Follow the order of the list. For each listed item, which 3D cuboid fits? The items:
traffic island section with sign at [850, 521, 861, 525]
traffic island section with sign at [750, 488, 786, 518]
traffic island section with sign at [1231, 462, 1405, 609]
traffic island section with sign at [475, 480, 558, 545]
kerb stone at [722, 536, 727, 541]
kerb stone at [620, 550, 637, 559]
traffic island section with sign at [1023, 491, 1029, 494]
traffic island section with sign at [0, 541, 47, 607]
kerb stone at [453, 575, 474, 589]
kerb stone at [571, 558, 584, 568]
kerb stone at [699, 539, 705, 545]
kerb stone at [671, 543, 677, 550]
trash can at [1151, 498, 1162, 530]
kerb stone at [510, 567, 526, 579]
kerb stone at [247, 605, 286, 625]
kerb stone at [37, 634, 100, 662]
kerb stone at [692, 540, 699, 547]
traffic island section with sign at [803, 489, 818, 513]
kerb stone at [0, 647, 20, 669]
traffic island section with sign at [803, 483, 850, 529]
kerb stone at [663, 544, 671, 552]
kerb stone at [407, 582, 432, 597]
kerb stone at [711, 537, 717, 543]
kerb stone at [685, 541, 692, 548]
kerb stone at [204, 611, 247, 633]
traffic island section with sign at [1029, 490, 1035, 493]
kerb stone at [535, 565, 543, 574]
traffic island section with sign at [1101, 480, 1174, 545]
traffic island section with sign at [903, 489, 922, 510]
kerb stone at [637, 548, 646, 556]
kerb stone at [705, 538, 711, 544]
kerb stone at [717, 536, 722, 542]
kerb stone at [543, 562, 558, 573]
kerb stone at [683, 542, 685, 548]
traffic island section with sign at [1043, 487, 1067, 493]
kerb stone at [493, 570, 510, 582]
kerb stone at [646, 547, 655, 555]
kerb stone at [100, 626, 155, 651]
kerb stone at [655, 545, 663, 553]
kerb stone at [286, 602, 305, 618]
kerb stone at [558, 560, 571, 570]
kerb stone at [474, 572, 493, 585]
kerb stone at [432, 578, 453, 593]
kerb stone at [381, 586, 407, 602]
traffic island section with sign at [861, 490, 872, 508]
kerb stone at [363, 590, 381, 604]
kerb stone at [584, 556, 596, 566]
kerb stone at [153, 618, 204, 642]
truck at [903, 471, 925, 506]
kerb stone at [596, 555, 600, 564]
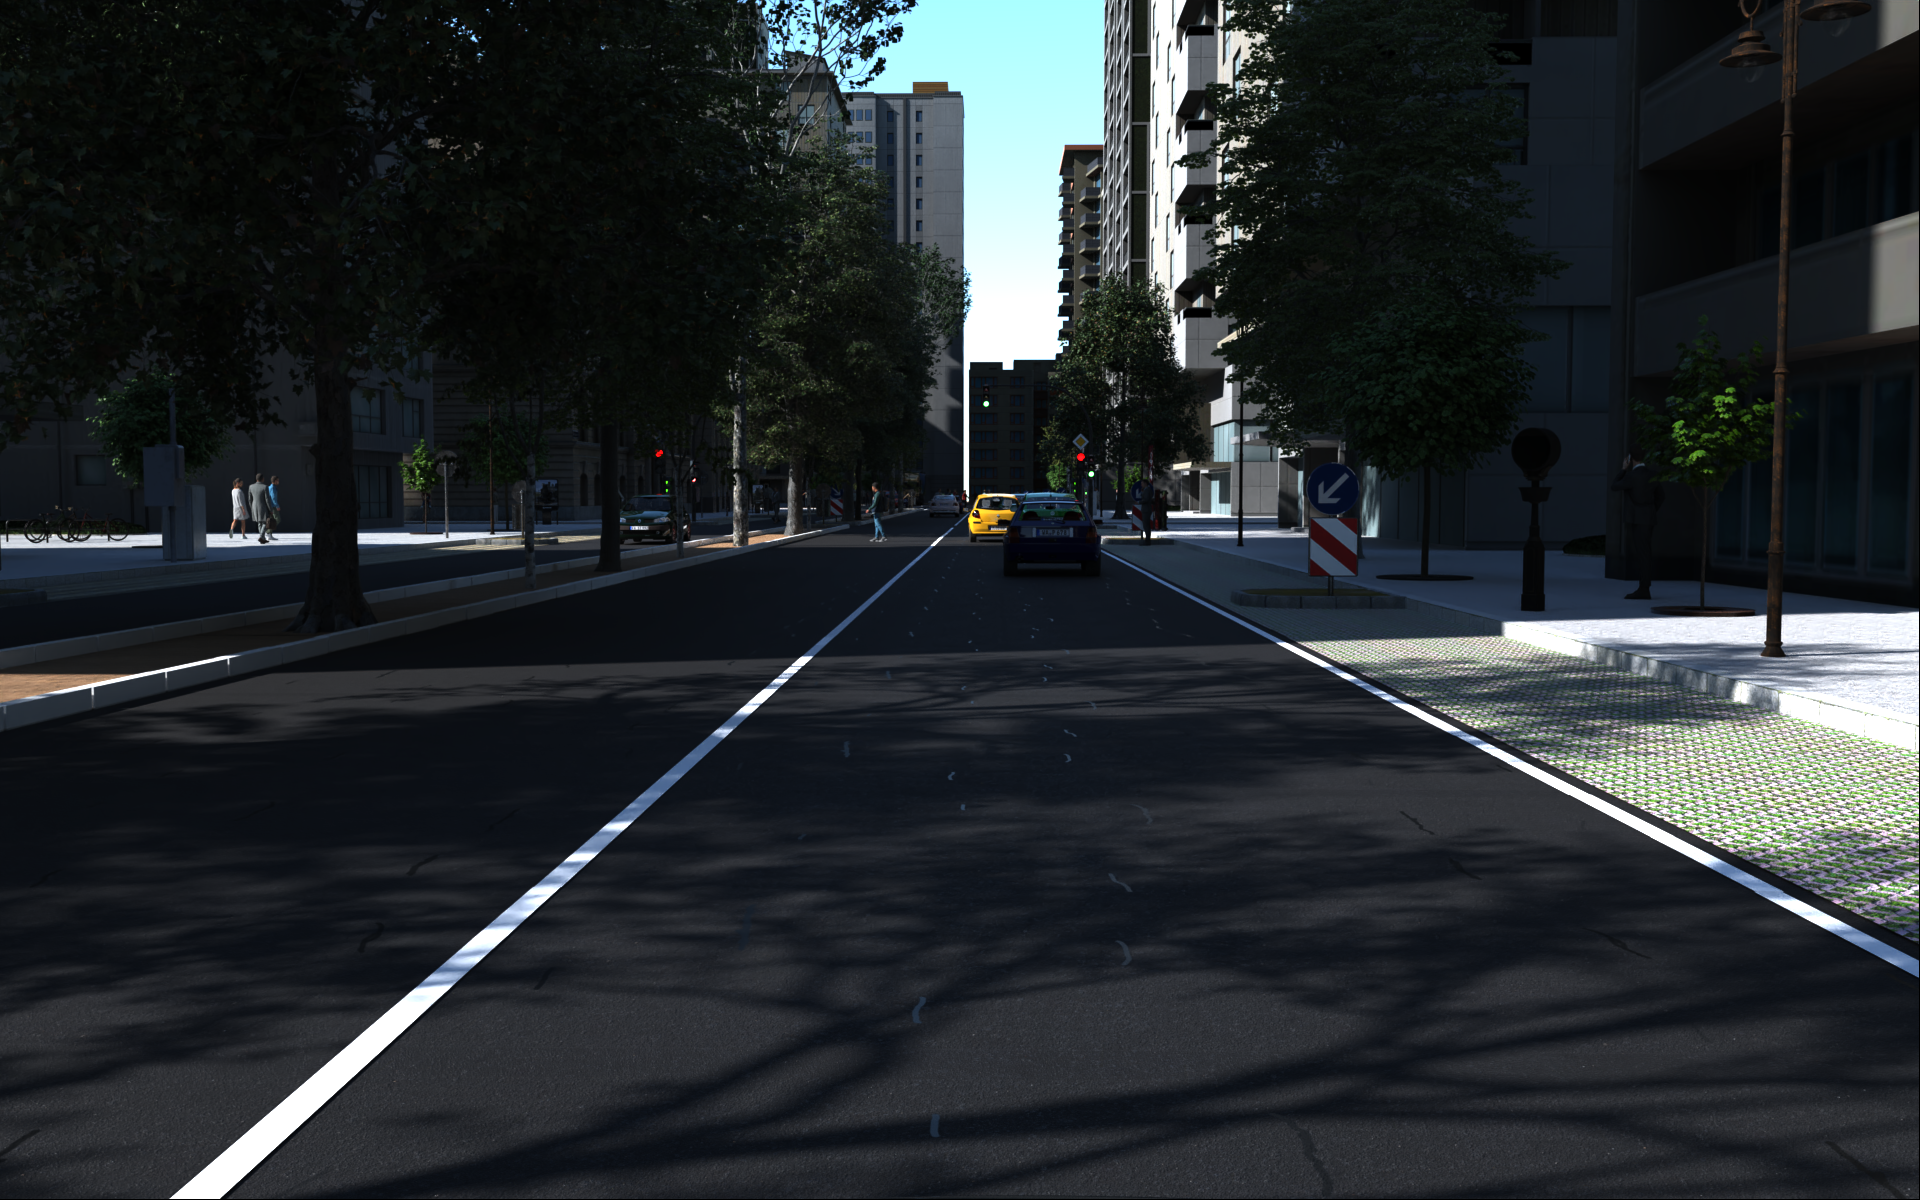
[{"bbox_3d":[-5.639,-4.387,79.862,2.006,1.907,1.989,0,4,1],"label":"traffic island section with sign"},{"bbox_3d":[-11.596,-5.889,104.918,1.989,1.847,2.006,0,4,1],"label":"traffic island section with sign"},{"bbox_3d":[4.571,-0.845,22.444,1.989,1.847,2.006,0,4,1],"label":"traffic island section with sign"},{"bbox_3d":[-12.582,-2.497,49.461,1.989,1.847,2.006,0,4,1],"label":"traffic island section with sign"},{"bbox_3d":[-7.199,-1.825,52.040,0.120,0.150,1.000,0,4,1],"label":"kerb stone"},{"bbox_3d":[-7.430,-1.010,38.702,0.120,0.150,1.000,0,4,1],"label":"kerb stone"},{"bbox_3d":[7.870,-12.249,208.896,1.989,1.847,2.006,0,4,1],"label":"traffic island section with sign"},{"bbox_3d":[-13.058,-0.841,22.385,1.989,1.847,2.006,0,4,1],"label":"traffic island section with sign"},{"bbox_3d":[-7.655,-0.256,26.392,0.120,0.150,1.000,0,4,1],"label":"kerb stone"},{"bbox_3d":[-7.520,-0.696,33.583,0.120,0.150,1.000,0,4,1],"label":"kerb stone"},{"bbox_3d":[-7.277,-1.574,47.928,0.120,0.150,1.000,0,4,1],"label":"kerb stone"},{"bbox_3d":[-7.343,-1.322,43.836,0.120,0.150,1.000,0,4,1],"label":"kerb stone"},{"bbox_3d":[7.118,-3.127,62.773,0.748,1.137,0.748,0,3,0],"label":"trash can"},{"bbox_3d":[-7.597,-0.442,29.468,0.120,0.150,1.000,0,4,1],"label":"kerb stone"},{"bbox_3d":[-7.771,0.182,19.224,0.120,0.150,1.000,0,4,1],"label":"kerb stone"},{"bbox_3d":[-7.855,0.432,15.128,0.120,0.150,1.000,0,4,1],"label":"kerb stone"},{"bbox_3d":[-7.284,-1.505,46.907,0.120,0.150,1.000,0,4,1],"label":"kerb stone"},{"bbox_3d":[-11.122,-7.538,131.869,1.989,1.847,2.006,0,4,1],"label":"traffic island section with sign"},{"bbox_3d":[-7.868,0.495,14.106,0.120,0.150,1.000,0,4,1],"label":"kerb stone"},{"bbox_3d":[-5.780,-3.934,72.456,2.006,1.907,1.989,0,4,1],"label":"traffic island section with sign"},{"bbox_3d":[-7.368,-1.261,42.814,0.120,0.150,1.000,0,4,1],"label":"kerb stone"},{"bbox_3d":[-7.685,-0.131,24.340,0.120,0.150,1.000,0,4,1],"label":"kerb stone"},{"bbox_3d":[-7.238,-1.699,49.975,0.120,0.150,1.000,0,4,1],"label":"kerb stone"},{"bbox_3d":[-7.303,-1.449,45.882,0.120,0.150,1.000,0,4,1],"label":"kerb stone"},{"bbox_3d":[-7.791,0.245,18.196,0.120,0.150,1.000,0,4,1],"label":"kerb stone"},{"bbox_3d":[6.519,-7.564,132.293,1.989,1.847,2.006,0,4,1],"label":"traffic island section with sign"},{"bbox_3d":[-7.575,-0.508,30.497,0.120,0.150,1.000,0,4,1],"label":"kerb stone"},{"bbox_3d":[5.046,-2.502,49.535,1.989,1.847,2.006,0,4,1],"label":"traffic island section with sign"},{"bbox_3d":[-4.320,-8.982,154.989,2.006,1.907,1.989,0,4,1],"label":"traffic island section with sign"},{"bbox_3d":[-7.419,-1.073,39.733,0.120,0.150,1.000,0,4,1],"label":"kerb stone"},{"bbox_3d":[-7.250,-1.635,48.953,0.120,0.150,1.000,0,4,1],"label":"kerb stone"},{"bbox_3d":[-7.209,-1.762,51.009,0.120,0.150,1.000,0,4,1],"label":"kerb stone"},{"bbox_3d":[-7.555,-0.568,31.528,0.120,0.150,1.000,0,4,1],"label":"kerb stone"},{"bbox_3d":[-7.325,-1.386,44.860,0.120,0.150,1.000,0,4,1],"label":"kerb stone"},{"bbox_3d":[6.037,-5.915,105.342,1.989,1.847,2.006,0,4,1],"label":"traffic island section with sign"},{"bbox_3d":[-7.625,-0.380,28.447,0.120,0.150,1.000,0,4,1],"label":"kerb stone"},{"bbox_3d":[-7.404,-1.131,40.761,0.120,0.150,1.000,0,4,1],"label":"kerb stone"},{"bbox_3d":[-7.834,0.371,16.153,0.120,0.150,1.000,0,4,1],"label":"kerb stone"},{"bbox_3d":[-7.377,-1.199,41.792,0.120,0.150,1.000,0,4,1],"label":"kerb stone"},{"bbox_3d":[-7.757,0.121,20.246,0.120,0.150,1.000,0,4,1],"label":"kerb stone"},{"bbox_3d":[-7.543,-0.634,32.557,0.120,0.150,1.000,0,4,1],"label":"kerb stone"},{"bbox_3d":[-7.632,-0.315,27.425,0.120,0.150,1.000,0,4,1],"label":"kerb stone"},{"bbox_3d":[-7.672,-0.194,25.362,0.120,0.150,1.000,0,4,1],"label":"kerb stone"},{"bbox_3d":[-7.707,-0.069,23.317,0.120,0.150,1.000,0,4,1],"label":"kerb stone"},{"bbox_3d":[-10.218,-10.633,182.481,1.989,1.847,2.006,0,4,1],"label":"traffic island section with sign"},{"bbox_3d":[-7.721,-0.002,22.295,0.120,0.150,1.000,0,4,1],"label":"kerb stone"},{"bbox_3d":[-7.505,-0.759,34.604,0.120,0.150,1.000,0,4,1],"label":"kerb stone"},{"bbox_3d":[-7.813,0.307,17.174,0.120,0.150,1.000,0,4,1],"label":"kerb stone"},{"bbox_3d":[-5.943,-13.899,216.165,2.839,4.237,11.283,0,4,3],"label":"truck"},{"bbox_3d":[-7.486,-0.815,35.627,0.120,0.150,1.000,0,4,1],"label":"kerb stone"}]
